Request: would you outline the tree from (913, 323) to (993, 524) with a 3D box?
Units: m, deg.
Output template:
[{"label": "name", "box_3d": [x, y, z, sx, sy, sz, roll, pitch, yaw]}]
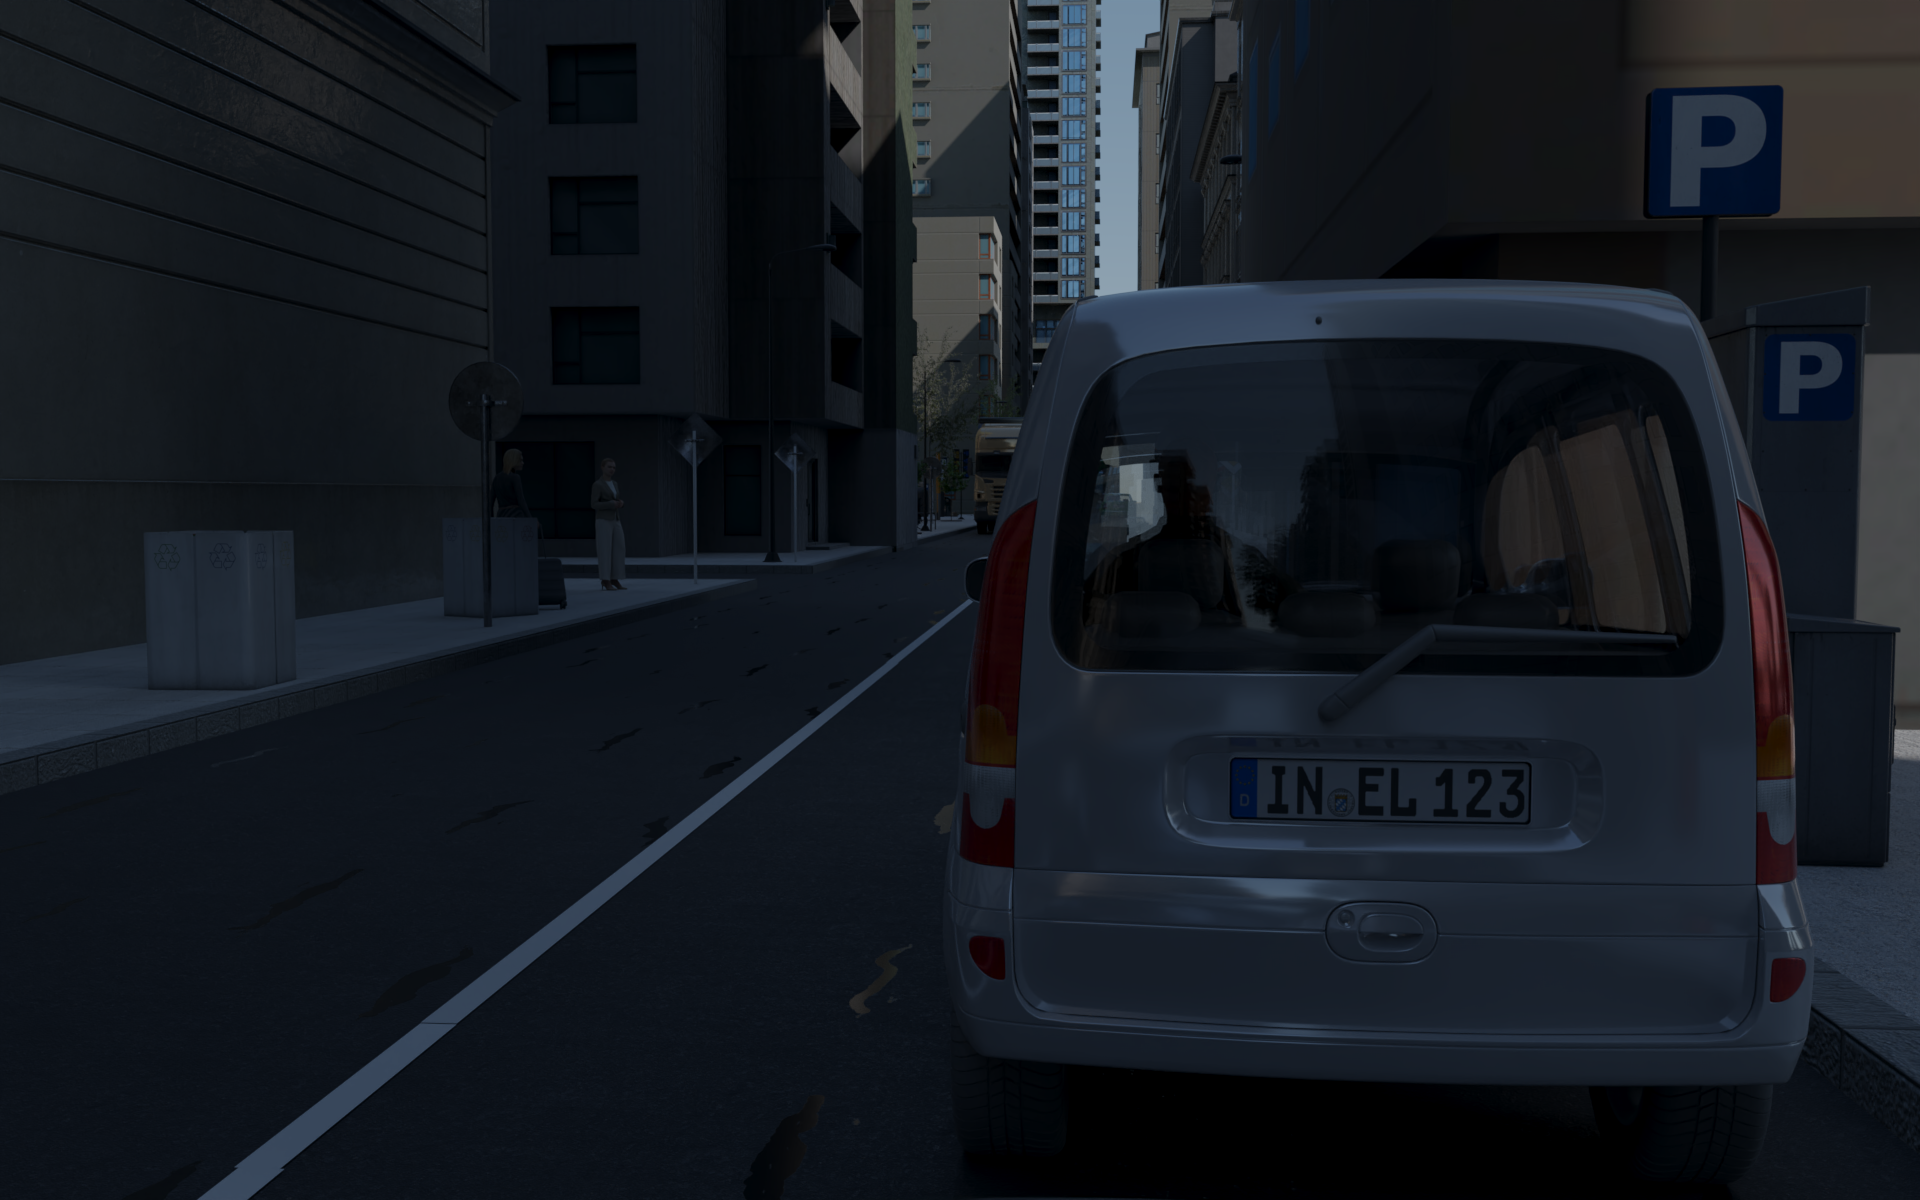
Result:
[{"label": "tree", "box_3d": [-0.996, -7.622, 74.980, 4.360, 8.622, 3.978, 0, 3, 0]}]

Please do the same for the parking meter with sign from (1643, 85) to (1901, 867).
[{"label": "parking meter with sign", "box_3d": [3.138, -0.639, 6.707, 0.543, 3.016, 1.738, 0, 4, 7]}]

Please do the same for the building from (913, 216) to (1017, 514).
[{"label": "building", "box_3d": [-10.469, -17.038, 123.606, 27.650, 21.520, 28.899, 0, 4, 5]}]

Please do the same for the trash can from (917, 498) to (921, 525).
[{"label": "trash can", "box_3d": [-1.918, -3.627, 70.947, 0.748, 1.137, 0.748, 0, 3, 0]}]

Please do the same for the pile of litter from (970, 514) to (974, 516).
[{"label": "pile of litter", "box_3d": [1.309, -5.392, 102.117, 1.719, 0.858, 1.176, 2, 4, 28]}]

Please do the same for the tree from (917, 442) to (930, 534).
[{"label": "tree", "box_3d": [-1.867, -3.726, 55.517, 1.663, 3.219, 1.824, 0, 3, 0]}]

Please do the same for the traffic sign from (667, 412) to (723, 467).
[{"label": "traffic sign", "box_3d": [-3.780, -1.373, 24.631, 0.795, 2.593, 0.064, 0, 4, 5]}]

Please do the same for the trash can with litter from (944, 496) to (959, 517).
[{"label": "trash can with litter", "box_3d": [-0.594, -5.298, 98.006, 1.055, 1.170, 0.624, -3, 5, -41]}]

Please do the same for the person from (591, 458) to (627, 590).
[{"label": "person", "box_3d": [-4.649, -1.006, 23.043, 0.362, 1.759, 0.519, 2, 4, 28]}]

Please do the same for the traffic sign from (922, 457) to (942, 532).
[{"label": "traffic sign", "box_3d": [-0.994, -3.606, 59.066, 0.768, 2.556, 0.104, 1, 4, 8]}]

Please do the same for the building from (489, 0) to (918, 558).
[{"label": "building", "box_3d": [-8.732, -16.423, 40.221, 14.160, 30.474, 14.107, 0, 4, 5]}]

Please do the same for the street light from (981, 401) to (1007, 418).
[{"label": "street light", "box_3d": [1.641, -6.977, 86.616, 1.470, 5.913, 1.316, 0, 4, 5]}]

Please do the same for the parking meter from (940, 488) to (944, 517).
[{"label": "parking meter", "box_3d": [-1.077, -5.563, 96.670, 0.255, 1.863, 0.399, -3, 4, -39]}]

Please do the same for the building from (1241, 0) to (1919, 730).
[{"label": "building", "box_3d": [10.026, -22.277, 14.340, 14.600, 45.320, 14.200, 0, 4, 5]}]

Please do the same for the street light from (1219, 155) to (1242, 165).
[{"label": "street light", "box_3d": [4.252, -3.138, 23.844, 1.470, 5.913, 1.316, 0, 4, 5]}]

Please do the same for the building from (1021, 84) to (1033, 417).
[{"label": "building", "box_3d": [0.348, -30.104, 175.789, 14.086, 41.232, 14.154, 0, 4, 5]}]

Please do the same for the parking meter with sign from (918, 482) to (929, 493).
[{"label": "parking meter with sign", "box_3d": [-2.257, -6.780, 107.117, 0.543, 3.016, 1.738, -2, 4, -34]}]

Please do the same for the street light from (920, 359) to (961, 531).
[{"label": "street light", "box_3d": [-0.663, -5.331, 59.703, 1.470, 5.913, 1.316, 0, 4, 5]}]

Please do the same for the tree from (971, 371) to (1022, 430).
[{"label": "tree", "box_3d": [2.614, -9.420, 104.382, 4.737, 8.622, 4.395, 0, 3, 0]}]

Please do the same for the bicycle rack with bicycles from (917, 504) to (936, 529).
[{"label": "bicycle rack with bicycles", "box_3d": [-2.327, -3.008, 62.557, 2.852, 0.926, 2.925, 3, 4, 37]}]

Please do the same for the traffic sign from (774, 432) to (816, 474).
[{"label": "traffic sign", "box_3d": [-3.112, -1.859, 32.588, 0.795, 2.593, 0.064, 0, 4, 5]}]

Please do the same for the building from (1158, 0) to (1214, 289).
[{"label": "building", "box_3d": [25.265, -30.601, 124.030, 21.300, 48.544, 21.600, 0, 4, 5]}]

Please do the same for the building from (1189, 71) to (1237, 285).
[{"label": "building", "box_3d": [15.335, -12.717, 72.557, 10.561, 19.102, 19.286, 0, 4, 5]}]

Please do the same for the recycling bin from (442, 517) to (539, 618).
[{"label": "recycling bin", "box_3d": [-4.962, -0.352, 18.316, 0.722, 1.027, 0.722, 2, 4, 33]}]

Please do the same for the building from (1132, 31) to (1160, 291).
[{"label": "building", "box_3d": [34.083, -37.572, 203.540, 27.495, 52.752, 28.713, 0, 4, 5]}]

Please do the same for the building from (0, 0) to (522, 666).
[{"label": "building", "box_3d": [-21.067, -11.232, 16.922, 30.059, 22.955, 16.112, 0, 4, 5]}]

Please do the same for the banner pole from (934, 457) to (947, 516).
[{"label": "banner pole", "box_3d": [-1.163, -6.943, 103.532, 0.863, 3.779, 0.401, 1, 4, 9]}]

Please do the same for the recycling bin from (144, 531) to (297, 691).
[{"label": "recycling bin", "box_3d": [-4.961, 0.055, 11.648, 0.722, 1.027, 0.722, 0, 4, 3]}]

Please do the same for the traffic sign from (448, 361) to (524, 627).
[{"label": "traffic sign", "box_3d": [-4.560, -1.012, 16.652, 0.768, 2.556, 0.104, 1, 4, 10]}]

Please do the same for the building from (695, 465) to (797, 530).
[{"label": "building", "box_3d": [-12.071, -23.163, 62.305, 14.154, 41.232, 14.086, 0, 4, 5]}]

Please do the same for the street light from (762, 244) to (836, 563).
[{"label": "street light", "box_3d": [-2.996, -3.661, 32.401, 1.470, 5.913, 1.316, 0, 4, 5]}]

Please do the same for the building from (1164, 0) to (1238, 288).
[{"label": "building", "box_3d": [18.523, -18.361, 93.710, 14.314, 27.812, 24.014, 0, 4, 5]}]

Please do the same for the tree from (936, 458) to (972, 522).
[{"label": "tree", "box_3d": [-0.508, -5.297, 81.205, 1.663, 3.219, 1.824, 0, 3, 0]}]

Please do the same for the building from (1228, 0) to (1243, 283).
[{"label": "building", "box_3d": [13.838, -12.518, 53.817, 9.793, 20.994, 18.267, 0, 4, 5]}]

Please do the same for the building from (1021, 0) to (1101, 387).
[{"label": "building", "box_3d": [3.211, -54.345, 201.218, 31.000, 86.520, 22.319, 0, 4, 5]}]

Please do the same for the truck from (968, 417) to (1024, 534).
[{"label": "truck", "box_3d": [2.070, -4.690, 65.598, 2.839, 4.237, 11.283, 0, 4, 5]}]

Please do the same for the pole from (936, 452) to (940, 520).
[{"label": "pole", "box_3d": [-1.061, -5.544, 84.485, 0.158, 3.312, 0.155, 0, 3, 0]}]

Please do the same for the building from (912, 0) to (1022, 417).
[{"label": "building", "box_3d": [-5.883, -32.067, 147.994, 21.300, 48.544, 21.600, 0, 4, 5]}]

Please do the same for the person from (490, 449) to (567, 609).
[{"label": "person", "box_3d": [-4.996, -0.821, 19.682, 0.699, 1.804, 1.509, -2, 4, -27]}]

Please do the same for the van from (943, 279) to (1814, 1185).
[{"label": "van", "box_3d": [0.953, 0.121, 5.034, 2.013, 2.044, 4.112, 0, 4, 6]}]

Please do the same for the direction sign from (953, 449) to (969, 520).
[{"label": "direction sign", "box_3d": [0.059, -5.832, 87.350, 0.876, 3.537, 0.379, -2, 4, -24]}]

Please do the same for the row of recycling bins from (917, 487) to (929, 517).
[{"label": "row of recycling bins", "box_3d": [-3.519, -5.508, 97.174, 3.534, 1.692, 1.069, -1, 4, -17]}]
